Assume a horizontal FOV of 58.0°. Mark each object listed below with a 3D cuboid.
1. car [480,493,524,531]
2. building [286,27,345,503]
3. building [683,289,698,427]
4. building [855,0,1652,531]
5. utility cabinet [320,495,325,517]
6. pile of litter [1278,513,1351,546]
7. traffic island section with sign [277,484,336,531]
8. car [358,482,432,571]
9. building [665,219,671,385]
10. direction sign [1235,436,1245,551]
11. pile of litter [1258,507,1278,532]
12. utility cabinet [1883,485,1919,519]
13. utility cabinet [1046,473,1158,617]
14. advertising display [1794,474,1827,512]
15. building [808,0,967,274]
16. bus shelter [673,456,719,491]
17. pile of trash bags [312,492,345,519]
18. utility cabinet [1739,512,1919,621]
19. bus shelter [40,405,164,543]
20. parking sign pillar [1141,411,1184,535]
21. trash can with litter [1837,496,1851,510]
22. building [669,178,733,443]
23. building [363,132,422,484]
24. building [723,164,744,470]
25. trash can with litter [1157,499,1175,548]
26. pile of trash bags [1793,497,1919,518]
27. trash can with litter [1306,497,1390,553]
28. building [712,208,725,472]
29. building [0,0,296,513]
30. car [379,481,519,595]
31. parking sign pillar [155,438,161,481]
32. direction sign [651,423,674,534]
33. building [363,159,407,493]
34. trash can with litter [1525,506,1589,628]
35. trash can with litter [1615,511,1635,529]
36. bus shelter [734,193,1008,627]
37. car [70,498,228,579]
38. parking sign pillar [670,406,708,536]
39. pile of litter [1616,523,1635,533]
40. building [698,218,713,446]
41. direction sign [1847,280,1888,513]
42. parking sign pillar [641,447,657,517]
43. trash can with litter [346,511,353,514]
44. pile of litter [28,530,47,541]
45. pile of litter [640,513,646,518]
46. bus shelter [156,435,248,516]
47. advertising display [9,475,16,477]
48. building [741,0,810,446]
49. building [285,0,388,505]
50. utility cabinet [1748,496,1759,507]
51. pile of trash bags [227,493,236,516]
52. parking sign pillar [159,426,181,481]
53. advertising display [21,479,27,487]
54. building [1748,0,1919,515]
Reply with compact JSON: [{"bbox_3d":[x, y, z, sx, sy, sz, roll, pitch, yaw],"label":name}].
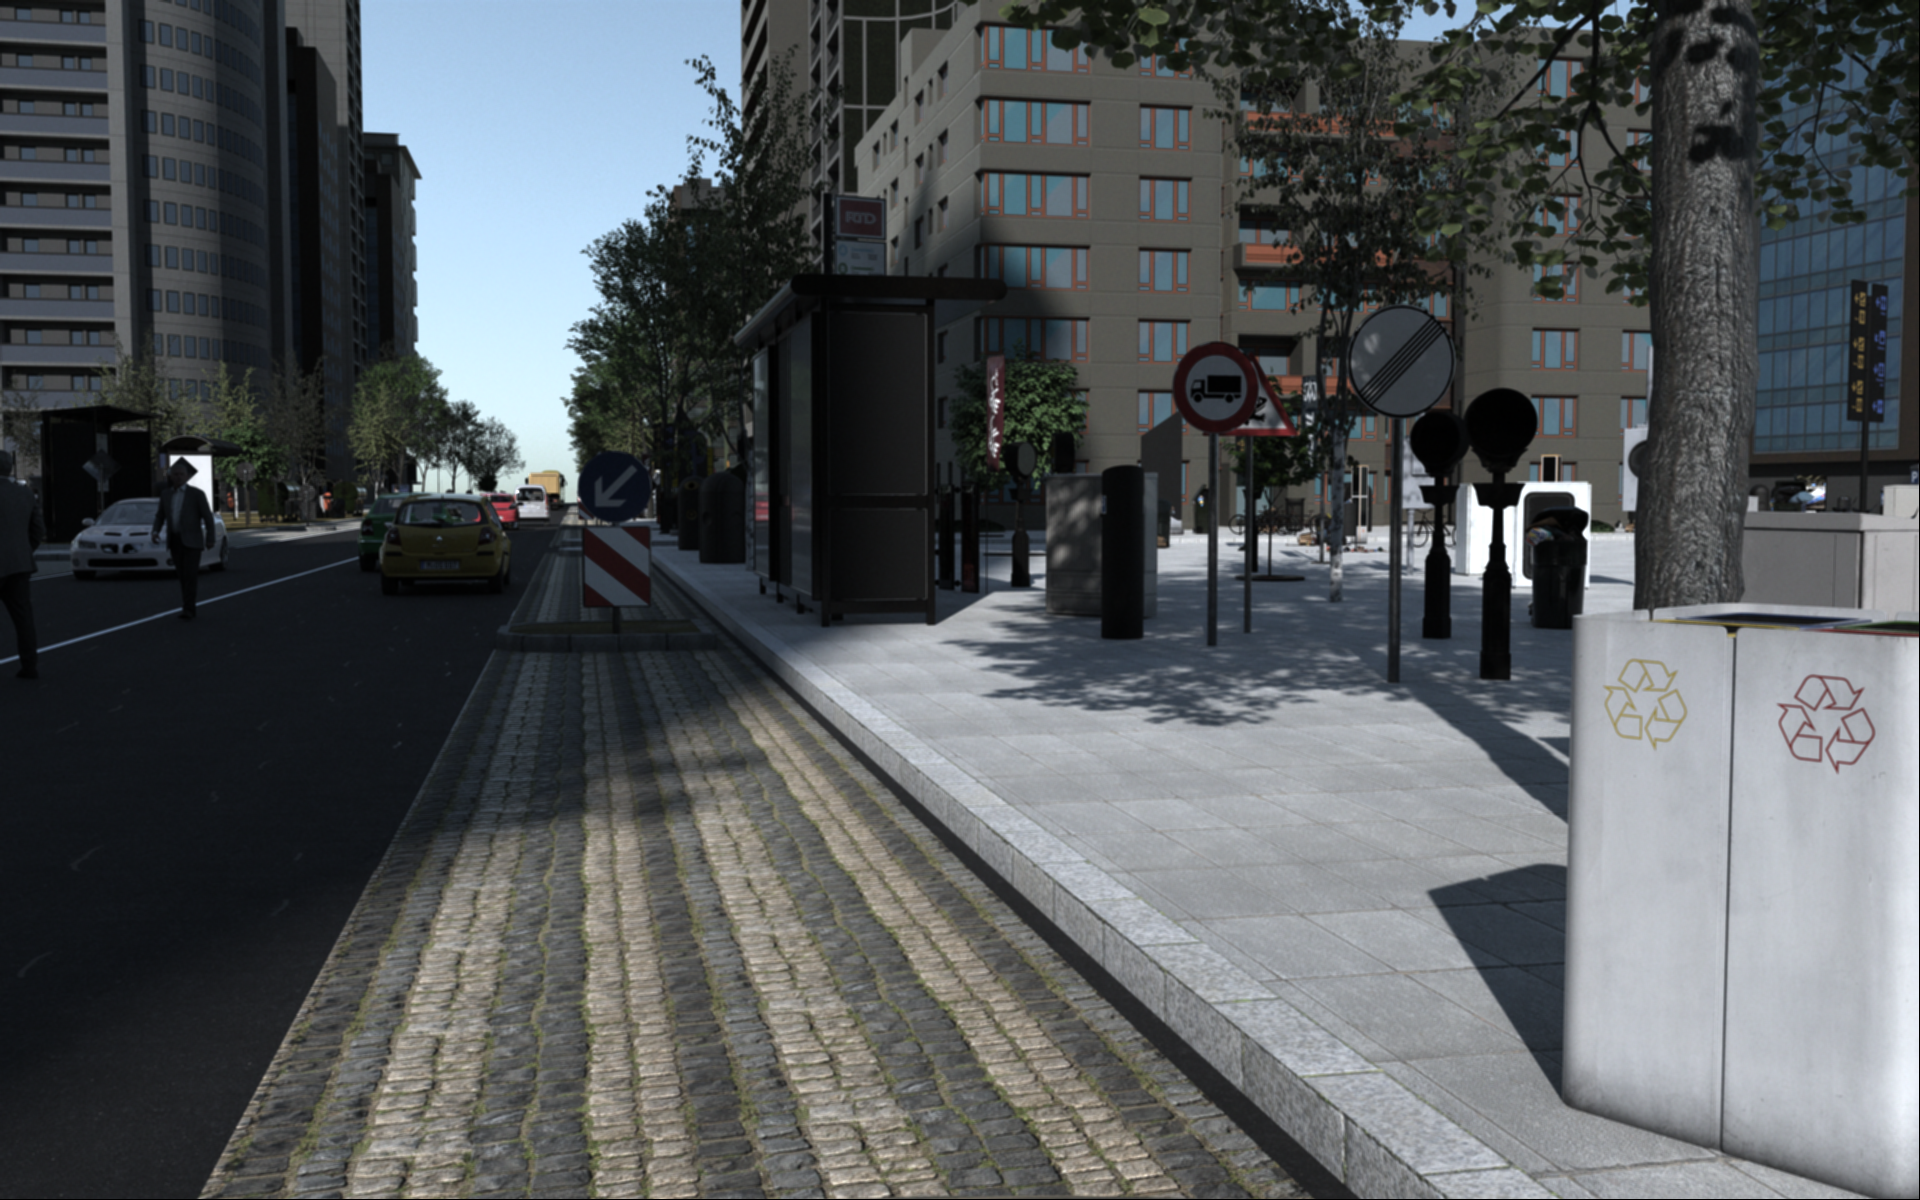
[{"bbox_3d":[-18.570,-3.687,69.323,2.155,1.783,4.494,-1,4,-14],"label":"car"},{"bbox_3d":[-68.925,-31.784,169.779,14.600,45.320,14.200,-1,4,-12],"label":"building"},{"bbox_3d":[-30.055,-28.160,232.120,14.160,30.474,14.107,-1,4,-12],"label":"building"},{"bbox_3d":[11.835,-14.154,76.458,28.899,21.520,27.650,-1,4,-12],"label":"building"},{"bbox_3d":[-34.414,-5.036,93.502,0.306,1.237,1.020,-1,4,-21],"label":"utility cabinet"},{"bbox_3d":[8.942,-1.791,43.242,1.719,0.858,1.176,0,4,4],"label":"pile of litter"},{"bbox_3d":[-25.494,-3.611,67.662,1.989,1.847,2.006,-1,4,-12],"label":"traffic island section with sign"},{"bbox_3d":[-10.558,-1.523,33.698,1.959,1.807,4.718,-1,4,-12],"label":"car"},{"bbox_3d":[-34.229,-37.509,267.897,22.147,44.769,28.867,-1,4,-12],"label":"building"},{"bbox_3d":[6.478,-2.881,39.098,0.379,3.537,0.876,3,5,44],"label":"direction sign"},{"bbox_3d":[10.285,-2.726,58.529,1.176,0.858,1.719,0,4,1],"label":"pile of litter"},{"bbox_3d":[22.934,-2.049,42.186,1.173,1.500,0.318,-2,4,-32],"label":"utility cabinet"},{"bbox_3d":[1.472,-0.579,18.140,1.173,1.500,0.318,2,4,34],"label":"utility cabinet"},{"bbox_3d":[27.724,-3.137,56.506,0.974,1.923,0.123,1,4,10],"label":"advertising display"},{"bbox_3d":[-0.617,-41.288,113.315,20.563,71.187,20.611,-1,4,-12],"label":"building"},{"bbox_3d":[-12.374,-5.273,80.144,2.014,3.302,5.546,-1,4,-12],"label":"bus shelter"},{"bbox_3d":[-33.116,-4.939,90.502,1.912,1.369,3.447,-2,4,-24],"label":"pile of trash bags"},{"bbox_3d":[3.034,0.294,6.361,0.306,1.237,1.020,-1,4,-15],"label":"utility cabinet"},{"bbox_3d":[-23.878,-3.497,48.464,1.731,3.624,6.357,-1,4,-12],"label":"bus shelter"},{"bbox_3d":[6.355,-4.049,54.672,1.447,3.967,1.447,0,4,6],"label":"parking sign pillar"},{"bbox_3d":[35.259,-3.602,69.945,2.233,1.210,1.678,0,4,-2],"label":"trash can with litter"},{"bbox_3d":[-33.746,-36.429,245.717,14.600,45.320,14.200,-1,4,-12],"label":"building"},{"bbox_3d":[-94.333,-40.636,253.642,28.713,52.752,27.495,-1,4,-12],"label":"building"},{"bbox_3d":[-13.143,-23.448,155.080,14.160,30.474,14.107,-1,4,-12],"label":"building"},{"bbox_3d":[4.823,-1.826,41.248,0.624,1.170,1.055,0,4,5],"label":"trash can with litter"},{"bbox_3d":[14.327,-1.047,26.870,3.447,1.369,1.912,-1,4,-22],"label":"pile of trash bags"},{"bbox_3d":[8.896,-1.669,38.349,2.233,1.210,1.678,1,4,23],"label":"trash can with litter"},{"bbox_3d":[-16.164,-24.290,168.834,14.160,30.474,14.107,-1,4,-12],"label":"building"},{"bbox_3d":[-62.729,-35.795,127.243,21.231,58.520,28.212,-1,4,-12],"label":"building"},{"bbox_3d":[-7.731,-0.979,26.228,2.015,1.641,3.980,-1,4,-12],"label":"car"},{"bbox_3d":[-38.230,-5.820,83.632,1.447,3.967,1.447,1,4,8],"label":"parking sign pillar"},{"bbox_3d":[-9.509,-3.893,55.655,0.876,3.537,0.379,2,4,35],"label":"direction sign"},{"bbox_3d":[-83.078,-35.736,234.398,14.600,45.320,14.200,-1,4,-12],"label":"building"},{"bbox_3d":[5.720,-0.333,16.833,0.624,1.170,1.055,0,4,8],"label":"trash can with litter"},{"bbox_3d":[24.642,-3.218,63.678,1.678,1.210,2.233,1,4,13],"label":"trash can with litter"},{"bbox_3d":[-1.488,-2.645,20.871,2.179,5.291,8.768,-1,4,-13],"label":"bus shelter"},{"bbox_3d":[-14.348,-1.131,30.858,2.083,1.381,4.827,-1,4,-12],"label":"car"},{"bbox_3d":[-8.254,-3.977,53.503,1.447,3.967,1.447,1,4,16],"label":"parking sign pillar"},{"bbox_3d":[22.816,-2.696,58.045,1.719,0.858,1.176,2,4,24],"label":"pile of litter"},{"bbox_3d":[-19.694,-25.137,182.693,14.160,30.474,14.107,-1,4,-12],"label":"building"},{"bbox_3d":[9.744,-1.630,18.653,0.876,3.537,0.379,-3,5,-41],"label":"direction sign"},{"bbox_3d":[-17.844,-6.724,98.415,1.447,3.967,1.447,-1,4,-9],"label":"parking sign pillar"},{"bbox_3d":[-38.704,-5.978,109.133,1.055,1.170,0.624,-1,4,-16],"label":"trash can with litter"},{"bbox_3d":[-25.656,-2.044,47.388,1.176,0.858,1.719,-2,4,-27],"label":"pile of litter"},{"bbox_3d":[-17.605,-4.874,93.647,1.176,0.858,1.719,-2,4,-30],"label":"pile of litter"},{"bbox_3d":[-27.088,-4.173,62.146,2.014,3.302,5.546,-1,4,-12],"label":"bus shelter"},{"bbox_3d":[-32.500,-3.284,58.903,0.123,1.923,0.974,1,4,18],"label":"advertising display"},{"bbox_3d":[-5.653,-31.448,137.869,21.300,48.544,21.600,-1,4,-12],"label":"building"},{"bbox_3d":[-83.029,-47.541,215.539,20.563,71.187,20.611,-1,4,-12],"label":"building"},{"bbox_3d":[26.817,-2.926,59.004,1.020,1.237,0.306,-3,5,-40],"label":"utility cabinet"},{"bbox_3d":[-43.846,-5.567,100.768,3.447,1.369,1.912,-2,4,-29],"label":"pile of trash bags"},{"bbox_3d":[-30.841,-4.912,68.780,1.447,3.967,1.447,-2,4,-25],"label":"parking sign pillar"},{"bbox_3d":[-41.243,-4.304,75.588,0.974,1.923,0.123,-3,5,-40],"label":"advertising display"},{"bbox_3d":[45.038,-26.144,77.569,14.200,45.320,14.600,-1,4,-12],"label":"building"}]
